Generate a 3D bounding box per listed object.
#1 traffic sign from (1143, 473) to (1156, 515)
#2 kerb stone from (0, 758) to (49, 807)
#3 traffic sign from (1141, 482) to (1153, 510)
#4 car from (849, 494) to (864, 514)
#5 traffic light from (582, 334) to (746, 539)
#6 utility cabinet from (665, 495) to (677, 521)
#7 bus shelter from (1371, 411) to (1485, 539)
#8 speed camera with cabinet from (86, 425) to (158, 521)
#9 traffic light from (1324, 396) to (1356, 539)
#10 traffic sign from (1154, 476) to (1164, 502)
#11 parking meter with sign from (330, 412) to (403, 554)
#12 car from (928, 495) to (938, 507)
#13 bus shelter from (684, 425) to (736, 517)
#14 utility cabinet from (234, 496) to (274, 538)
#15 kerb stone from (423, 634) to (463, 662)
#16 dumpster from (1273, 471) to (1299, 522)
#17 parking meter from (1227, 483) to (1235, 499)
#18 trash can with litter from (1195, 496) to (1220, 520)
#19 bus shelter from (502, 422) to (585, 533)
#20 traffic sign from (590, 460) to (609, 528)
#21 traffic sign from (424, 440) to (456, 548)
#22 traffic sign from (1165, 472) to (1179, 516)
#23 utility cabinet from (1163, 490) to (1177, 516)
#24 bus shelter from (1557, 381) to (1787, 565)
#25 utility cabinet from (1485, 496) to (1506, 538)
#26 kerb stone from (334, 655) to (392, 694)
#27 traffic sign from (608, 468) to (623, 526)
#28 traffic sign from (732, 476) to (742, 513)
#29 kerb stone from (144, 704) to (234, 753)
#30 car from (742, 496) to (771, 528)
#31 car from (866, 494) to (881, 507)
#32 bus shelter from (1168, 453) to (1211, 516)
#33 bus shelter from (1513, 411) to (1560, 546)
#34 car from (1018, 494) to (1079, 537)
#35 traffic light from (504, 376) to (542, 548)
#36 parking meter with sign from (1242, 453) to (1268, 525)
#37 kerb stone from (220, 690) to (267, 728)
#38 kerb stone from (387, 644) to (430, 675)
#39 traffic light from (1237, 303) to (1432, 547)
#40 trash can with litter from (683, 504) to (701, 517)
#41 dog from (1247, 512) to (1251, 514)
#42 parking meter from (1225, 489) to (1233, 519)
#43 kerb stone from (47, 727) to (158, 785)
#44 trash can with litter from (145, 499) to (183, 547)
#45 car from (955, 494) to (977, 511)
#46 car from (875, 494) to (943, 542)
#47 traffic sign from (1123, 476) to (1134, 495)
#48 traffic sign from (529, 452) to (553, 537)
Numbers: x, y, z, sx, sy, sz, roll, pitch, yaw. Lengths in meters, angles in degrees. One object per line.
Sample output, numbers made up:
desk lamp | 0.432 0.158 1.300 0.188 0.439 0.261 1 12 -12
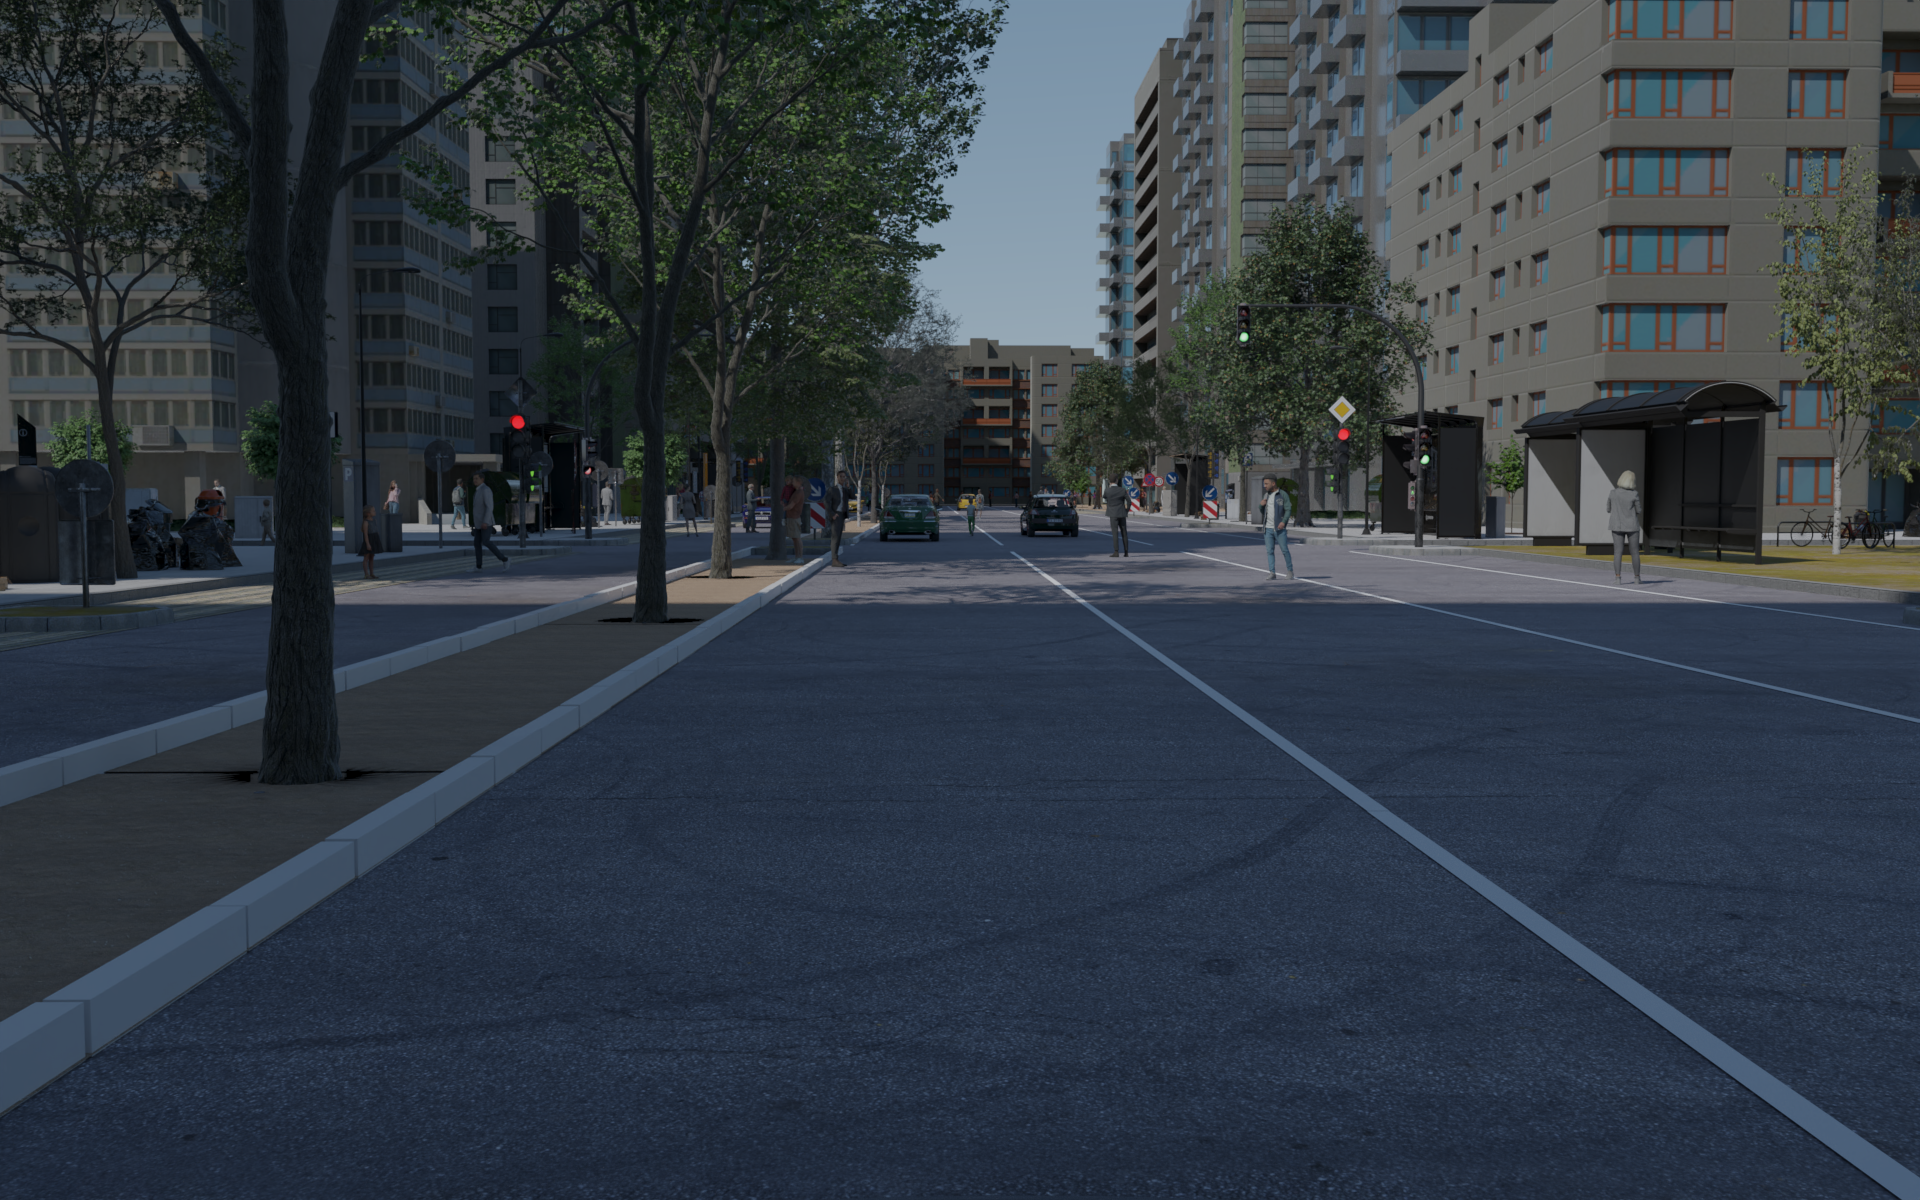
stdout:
traffic sign | 11.677 -6.522 106.748 0.768 2.556 0.104 0 4 4
kerb stone | -4.426 0.872 7.939 0.120 0.150 1.000 0 4 -1
traffic sign | 13.091 -7.408 121.129 0.884 2.594 0.081 0 4 2
car | -7.545 -6.620 118.464 2.015 1.641 3.980 0 4 -2
traffic light | -8.475 -4.566 49.316 4.771 5.953 1.251 0 4 -1
utility cabinet | -14.087 -4.441 83.778 0.306 1.237 1.020 -3 5 -43
bus shelter | 13.962 -3.716 52.039 1.731 3.624 6.357 0 4 -1
speed camera with cabinet | -24.159 -3.384 49.666 2.038 3.252 0.660 0 4 -4
traffic light | 10.893 -3.713 49.627 0.839 4.253 0.868 0 4 -1
traffic sign | 14.139 -7.525 123.146 0.768 2.556 0.104 0 4 3
parking meter with sign | -12.942 -2.525 37.540 0.543 3.016 1.738 2 4 35
car | -2.012 -4.123 79.410 2.014 1.417 4.499 0 4 -1
bus shelter | -14.798 -7.614 102.114 2.179 5.291 8.768 0 4 -1
utility cabinet | -20.512 -2.395 50.323 1.020 1.237 0.306 -1 4 -15
kerb stone | -4.558 0.434 15.112 0.120 0.150 1.000 0 4 -1
dumpster | 13.797 -4.408 74.566 1.502 2.255 1.985 0 4 -1
parking meter | 14.188 -5.202 90.767 0.399 1.863 0.255 -3 5 -40
trash can with litter | 12.305 -4.528 85.426 1.055 1.170 0.624 1 4 17
bus shelter | -14.153 -4.177 59.578 1.731 3.624 6.357 0 4 -1
traffic sign | -13.715 -4.013 65.714 0.768 2.556 0.104 0 4 3
traffic sign | -12.244 -2.487 40.772 0.768 2.556 0.104 0 4 3
traffic sign | 12.145 -6.066 99.282 0.768 2.556 0.104 0 4 3
utility cabinet | 12.125 -5.595 100.158 0.318 1.500 1.173 -1 4 -23
bus shelter | 13.717 -2.434 33.724 2.014 3.302 5.546 0 4 -1
utility cabinet | 15.752 -2.432 50.922 0.306 1.237 1.020 0 4 0
kerb stone | -4.519 0.558 13.067 0.120 0.150 1.000 0 4 -1
traffic sign | -13.631 -4.063 68.566 0.606 2.300 0.079 0 4 0
traffic sign | -15.445 -7.320 119.791 0.768 2.556 0.104 0 4 2
kerb stone | -4.469 0.753 9.993 0.120 0.150 1.000 0 4 -1
car | -8.239 -3.742 73.763 1.945 1.354 3.894 0 3 0
car | -9.731 -11.517 197.102 1.959 1.807 4.718 0 3 0
bus shelter | 13.580 -6.793 102.353 1.731 3.624 6.357 0 4 -1
bus shelter | 14.705 -2.821 40.050 2.014 3.302 5.546 0 4 -1
car | 3.026 -3.012 59.026 2.009 1.686 4.222 0 4 -3
traffic light | -10.428 -3.201 41.261 0.839 4.253 0.868 0 4 -1
parking meter with sign | 12.549 -4.661 72.475 0.543 3.016 1.738 -2 4 -32
kerb stone | -4.487 0.686 11.024 0.120 0.150 1.000 0 4 -1
kerb stone | -4.538 0.499 14.090 0.120 0.150 1.000 0 4 -1
traffic light | 8.940 -4.086 41.466 4.771 5.953 1.251 0 4 -1
trash can with litter | -14.910 -5.185 96.159 1.055 1.170 0.624 0 4 2
dog | 18.220 -5.563 108.684 0.748 0.427 0.550 1 4 9
parking meter | 13.810 -4.929 88.994 0.372 1.533 0.369 0 3 0
kerb stone | -4.447 0.811 8.960 0.120 0.150 1.000 0 4 -1
trash can with litter | -18.106 -1.729 39.653 1.055 1.170 0.624 1 4 10
car | 0.626 -8.408 147.695 2.015 1.641 3.980 0 4 -2
car | -1.581 -2.563 53.707 2.131 1.459 4.920 0 4 -2
traffic sign | 11.595 -7.296 119.391 0.768 2.556 0.104 0 4 3
traffic sign | -12.580 -3.170 51.943 0.768 2.556 0.104 1 4 8
